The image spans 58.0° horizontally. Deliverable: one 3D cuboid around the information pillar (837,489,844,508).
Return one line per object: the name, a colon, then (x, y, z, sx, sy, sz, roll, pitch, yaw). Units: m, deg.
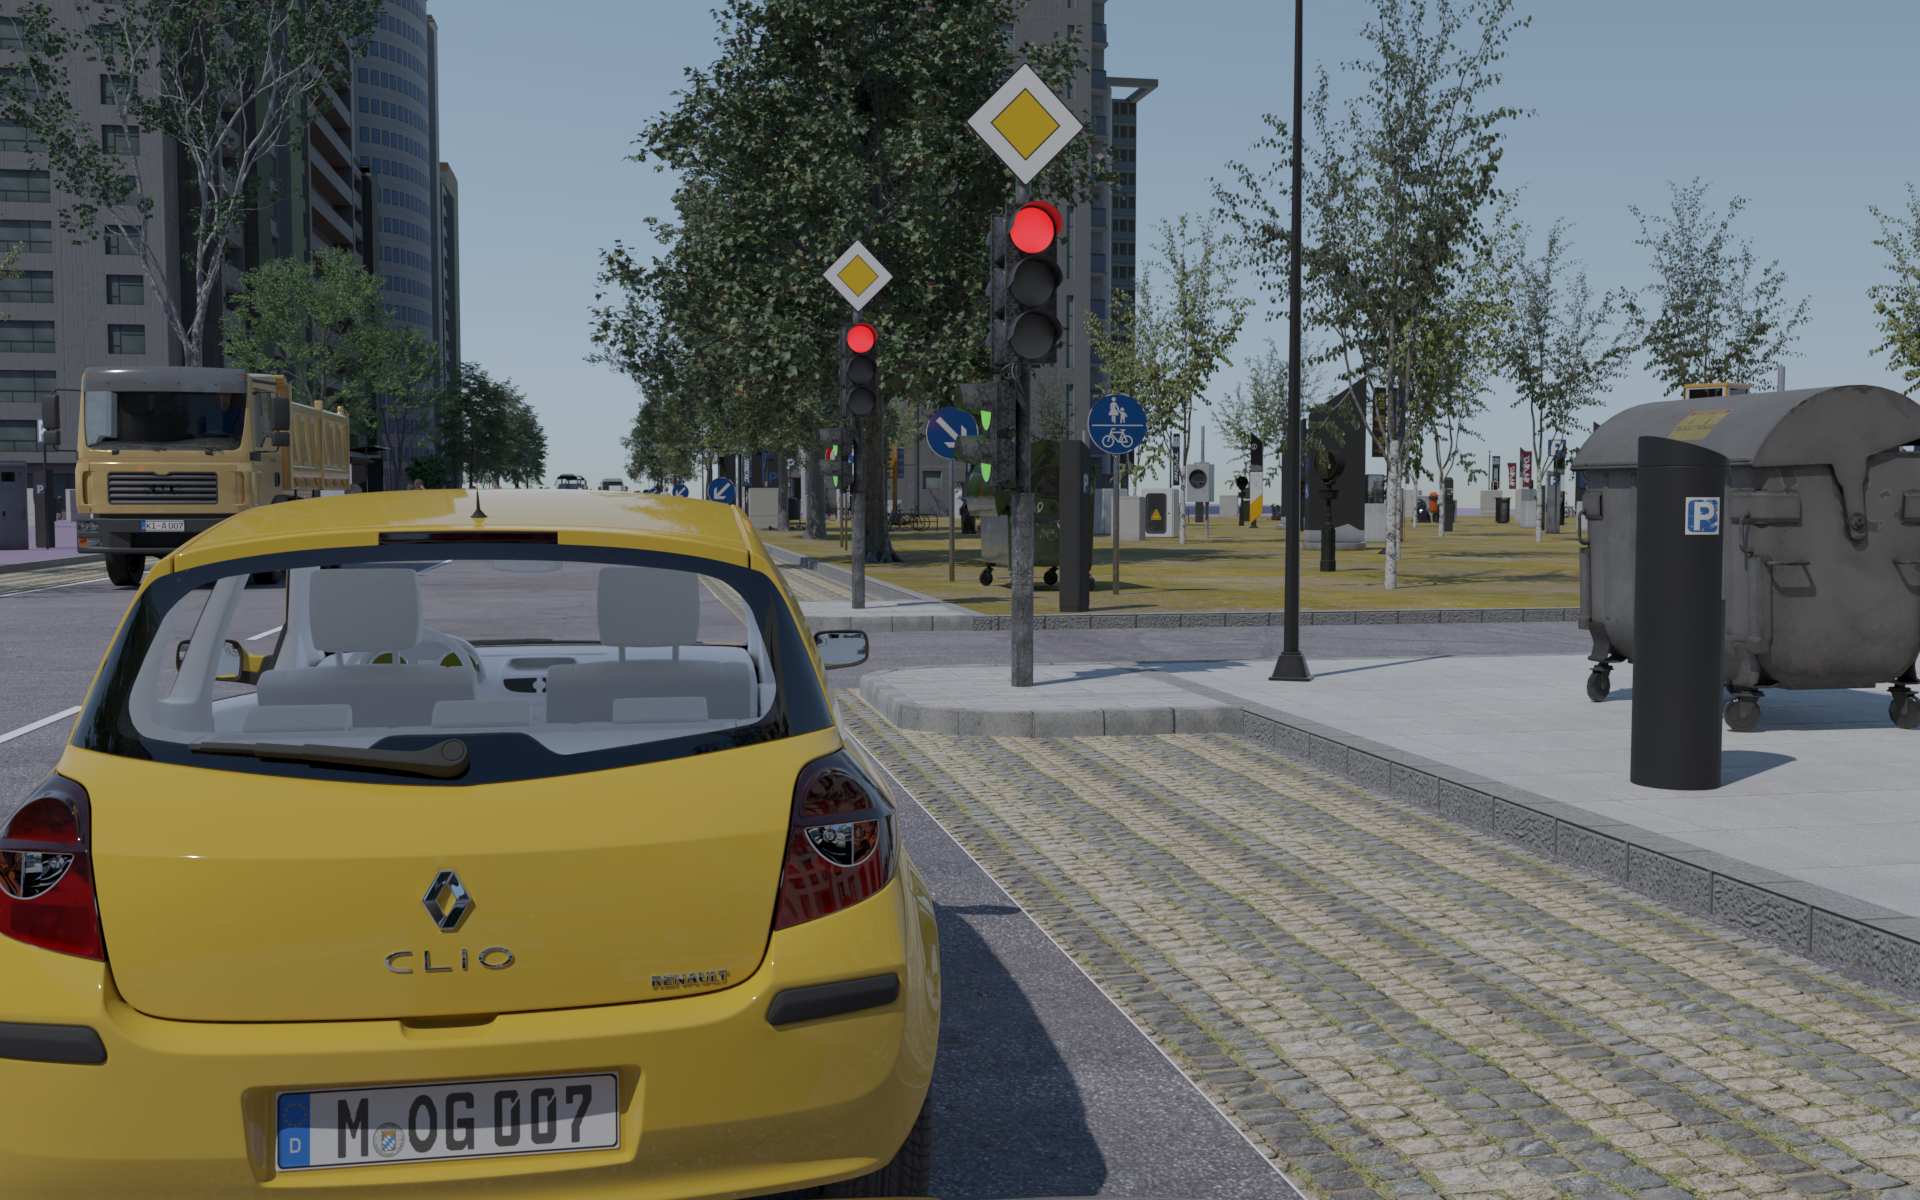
information pillar: (-6.331, -6.111, 91.275, 0.183, 3.616, 0.504, -3, 5, -42)

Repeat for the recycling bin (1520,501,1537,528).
recycling bin: (21.478, -3.204, 64.943, 0.722, 1.027, 0.722, 0, 4, 0)

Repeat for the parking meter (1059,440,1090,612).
parking meter: (1.254, -0.807, 18.912, 0.255, 1.863, 0.399, 1, 4, 20)

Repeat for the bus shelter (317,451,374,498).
bus shelter: (-28.464, -5.264, 79.998, 2.014, 3.302, 5.546, -1, 4, -11)

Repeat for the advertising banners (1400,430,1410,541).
advertising banners: (11.895, -3.096, 46.800, 0.090, 3.025, 2.074, 2, 4, 30)

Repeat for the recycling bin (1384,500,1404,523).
recycling bin: (19.097, -3.903, 76.374, 0.722, 1.027, 0.722, -1, 4, -21)

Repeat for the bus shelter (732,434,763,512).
bus shelter: (-8.758, -5.956, 75.009, 2.179, 5.291, 8.768, -1, 4, -11)

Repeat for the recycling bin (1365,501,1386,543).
recycling bin: (10.918, -2.032, 45.784, 0.722, 1.027, 0.722, 0, 4, 5)

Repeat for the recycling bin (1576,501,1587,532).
recycling bin: (21.660, -2.867, 59.431, 0.722, 1.027, 0.722, -3, 4, -38)

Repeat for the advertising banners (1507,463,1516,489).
advertising banners: (31.485, -6.131, 96.422, 2.074, 3.025, 0.090, 0, 4, 5)

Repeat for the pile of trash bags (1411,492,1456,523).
pile of trash bags: (21.146, -4.134, 77.351, 1.912, 1.369, 3.447, 1, 4, 14)

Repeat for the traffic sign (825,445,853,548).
traffic sign: (-2.835, -2.531, 41.485, 0.768, 2.556, 0.104, 0, 4, -5)

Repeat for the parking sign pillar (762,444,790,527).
parking sign pillar: (-7.337, -4.811, 67.129, 1.447, 3.967, 1.447, -1, 4, -14)

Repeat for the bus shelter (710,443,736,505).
bus shelter: (-10.913, -5.601, 82.864, 1.731, 3.624, 6.357, -1, 4, -11)

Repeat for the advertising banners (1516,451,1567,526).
advertising banners: (23.722, -4.542, 70.444, 2.074, 3.025, 0.090, -1, 4, -9)

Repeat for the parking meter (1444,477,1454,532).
parking meter: (16.683, -3.269, 59.153, 0.255, 1.863, 0.399, 0, 4, 3)

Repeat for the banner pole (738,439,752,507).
banner pole: (-8.662, -4.849, 69.304, 0.863, 3.779, 0.401, 2, 4, 27)

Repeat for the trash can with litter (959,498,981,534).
trash can with litter: (0.500, -2.693, 55.422, 1.055, 1.170, 0.624, 2, 4, 30)

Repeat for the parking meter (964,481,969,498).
parking meter: (0.352, -4.349, 76.823, 0.255, 1.863, 0.399, 2, 4, 32)

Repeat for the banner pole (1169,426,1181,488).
banner pole: (7.793, -4.469, 63.091, 0.401, 3.779, 0.863, -2, 4, -24)

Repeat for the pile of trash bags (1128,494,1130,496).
pile of trash bags: (8.517, -4.539, 83.959, 3.447, 1.369, 1.912, 0, 4, 4)

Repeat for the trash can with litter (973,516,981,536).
trash can with litter: (1.631, -2.586, 53.332, 2.233, 1.210, 1.678, 3, 4, 37)

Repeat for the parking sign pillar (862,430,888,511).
parking sign pillar: (-3.639, -5.034, 70.773, 1.447, 3.967, 1.447, -1, 4, -14)

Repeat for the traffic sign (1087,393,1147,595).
traffic sign: (1.989, -1.340, 22.009, 0.768, 2.556, 0.104, 0, 4, -4)

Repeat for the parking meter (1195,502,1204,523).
parking meter: (10.786, -4.412, 77.851, 0.399, 1.863, 0.255, 1, 4, 15)

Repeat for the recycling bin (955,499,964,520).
recycling bin: (0.158, -4.507, 86.246, 0.722, 1.027, 0.722, -3, 5, -39)

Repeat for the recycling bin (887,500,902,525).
recycling bin: (-2.825, -3.680, 72.719, 0.722, 1.027, 0.722, 0, 4, -5)

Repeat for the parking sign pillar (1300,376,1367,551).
parking sign pillar: (8.575, -3.125, 39.573, 1.447, 3.967, 1.447, 0, 4, -2)

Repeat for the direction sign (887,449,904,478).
direction sign: (-3.222, -5.767, 86.294, 0.876, 3.537, 0.379, 0, 4, 5)

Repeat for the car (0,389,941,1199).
car: (-1.167, 0.342, 4.634, 2.015, 1.641, 3.980, -1, 4, -11)

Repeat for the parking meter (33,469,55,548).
parking meter: (-21.817, -2.174, 41.250, 0.399, 1.863, 0.255, 1, 4, 11)

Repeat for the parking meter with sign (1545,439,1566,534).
parking meter with sign: (19.214, -3.656, 56.043, 0.543, 3.016, 1.738, 1, 4, 14)

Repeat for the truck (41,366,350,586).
truck: (-12.470, -2.049, 29.423, 3.469, 3.379, 9.791, -1, 4, -10)

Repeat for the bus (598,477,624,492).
bus: (-41.779, -13.008, 207.540, 2.948, 3.499, 13.247, -1, 4, -13)

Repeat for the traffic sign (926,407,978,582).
traffic sign: (-0.116, -1.544, 25.355, 0.768, 2.556, 0.104, 0, 4, -2)

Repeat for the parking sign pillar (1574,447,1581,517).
parking sign pillar: (35.719, -6.731, 98.522, 1.447, 3.967, 1.447, 0, 4, -3)

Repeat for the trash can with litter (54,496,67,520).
trash can with litter: (-44.250, -4.560, 85.617, 1.678, 1.210, 2.233, 1, 4, 16)

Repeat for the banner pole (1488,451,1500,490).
banner pole: (30.742, -6.720, 99.882, 0.863, 3.779, 0.401, 0, 4, -2)

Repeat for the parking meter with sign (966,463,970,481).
parking meter with sign: (1.249, -6.120, 96.329, 1.738, 3.016, 0.543, 1, 4, 16)

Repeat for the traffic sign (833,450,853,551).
traffic sign: (-2.582, -2.271, 39.258, 0.606, 2.300, 0.079, 0, 4, -7)

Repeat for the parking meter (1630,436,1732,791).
parking meter: (3.166, 0.048, 7.622, 0.372, 1.533, 0.369, 0, 3, 0)

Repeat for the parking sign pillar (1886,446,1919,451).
parking sign pillar: (42.351, -5.488, 78.202, 1.447, 3.967, 1.447, -1, 4, -8)

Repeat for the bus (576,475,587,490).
bus: (-50.754, -14.534, 229.169, 2.896, 3.916, 12.252, -1, 4, -11)

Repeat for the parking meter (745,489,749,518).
parking meter: (-8.529, -3.774, 70.116, 0.372, 1.533, 0.369, 0, 3, 0)

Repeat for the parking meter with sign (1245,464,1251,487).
parking meter with sign: (16.464, -6.222, 97.995, 0.543, 3.016, 1.738, 0, 4, 5)

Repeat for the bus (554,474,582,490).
bus: (-47.854, -13.489, 212.097, 2.896, 3.916, 12.252, -1, 4, -10)

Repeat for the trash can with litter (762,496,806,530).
trash can with litter: (-6.358, -3.146, 62.489, 2.233, 1.210, 1.678, -3, 5, -41)

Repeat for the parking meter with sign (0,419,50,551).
parking meter with sign: (-21.765, -2.649, 39.567, 0.543, 3.016, 1.738, 3, 5, 42)

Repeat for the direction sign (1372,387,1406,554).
direction sign: (9.131, -2.749, 36.937, 0.876, 3.537, 0.379, -2, 4, -26)

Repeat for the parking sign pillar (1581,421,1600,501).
parking sign pillar: (23.916, -4.604, 63.750, 1.447, 3.967, 1.447, 2, 4, 35)

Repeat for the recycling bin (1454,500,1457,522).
recycling bin: (22.710, -4.164, 80.636, 0.722, 1.027, 0.722, 2, 4, 26)

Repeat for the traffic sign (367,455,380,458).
traffic sign: (-31.278, -5.875, 89.936, 2.265, 3.308, 0.079, 0, 4, -8)

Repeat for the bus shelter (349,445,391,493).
bus shelter: (-29.598, -5.805, 86.196, 1.731, 3.624, 6.357, -1, 4, -11)

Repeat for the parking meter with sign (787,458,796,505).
parking meter with sign: (-8.471, -5.438, 85.172, 0.543, 3.016, 1.738, -1, 4, -15)

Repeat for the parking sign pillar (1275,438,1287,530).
parking sign pillar: (12.061, -4.501, 62.056, 1.447, 3.967, 1.447, -2, 4, -24)
